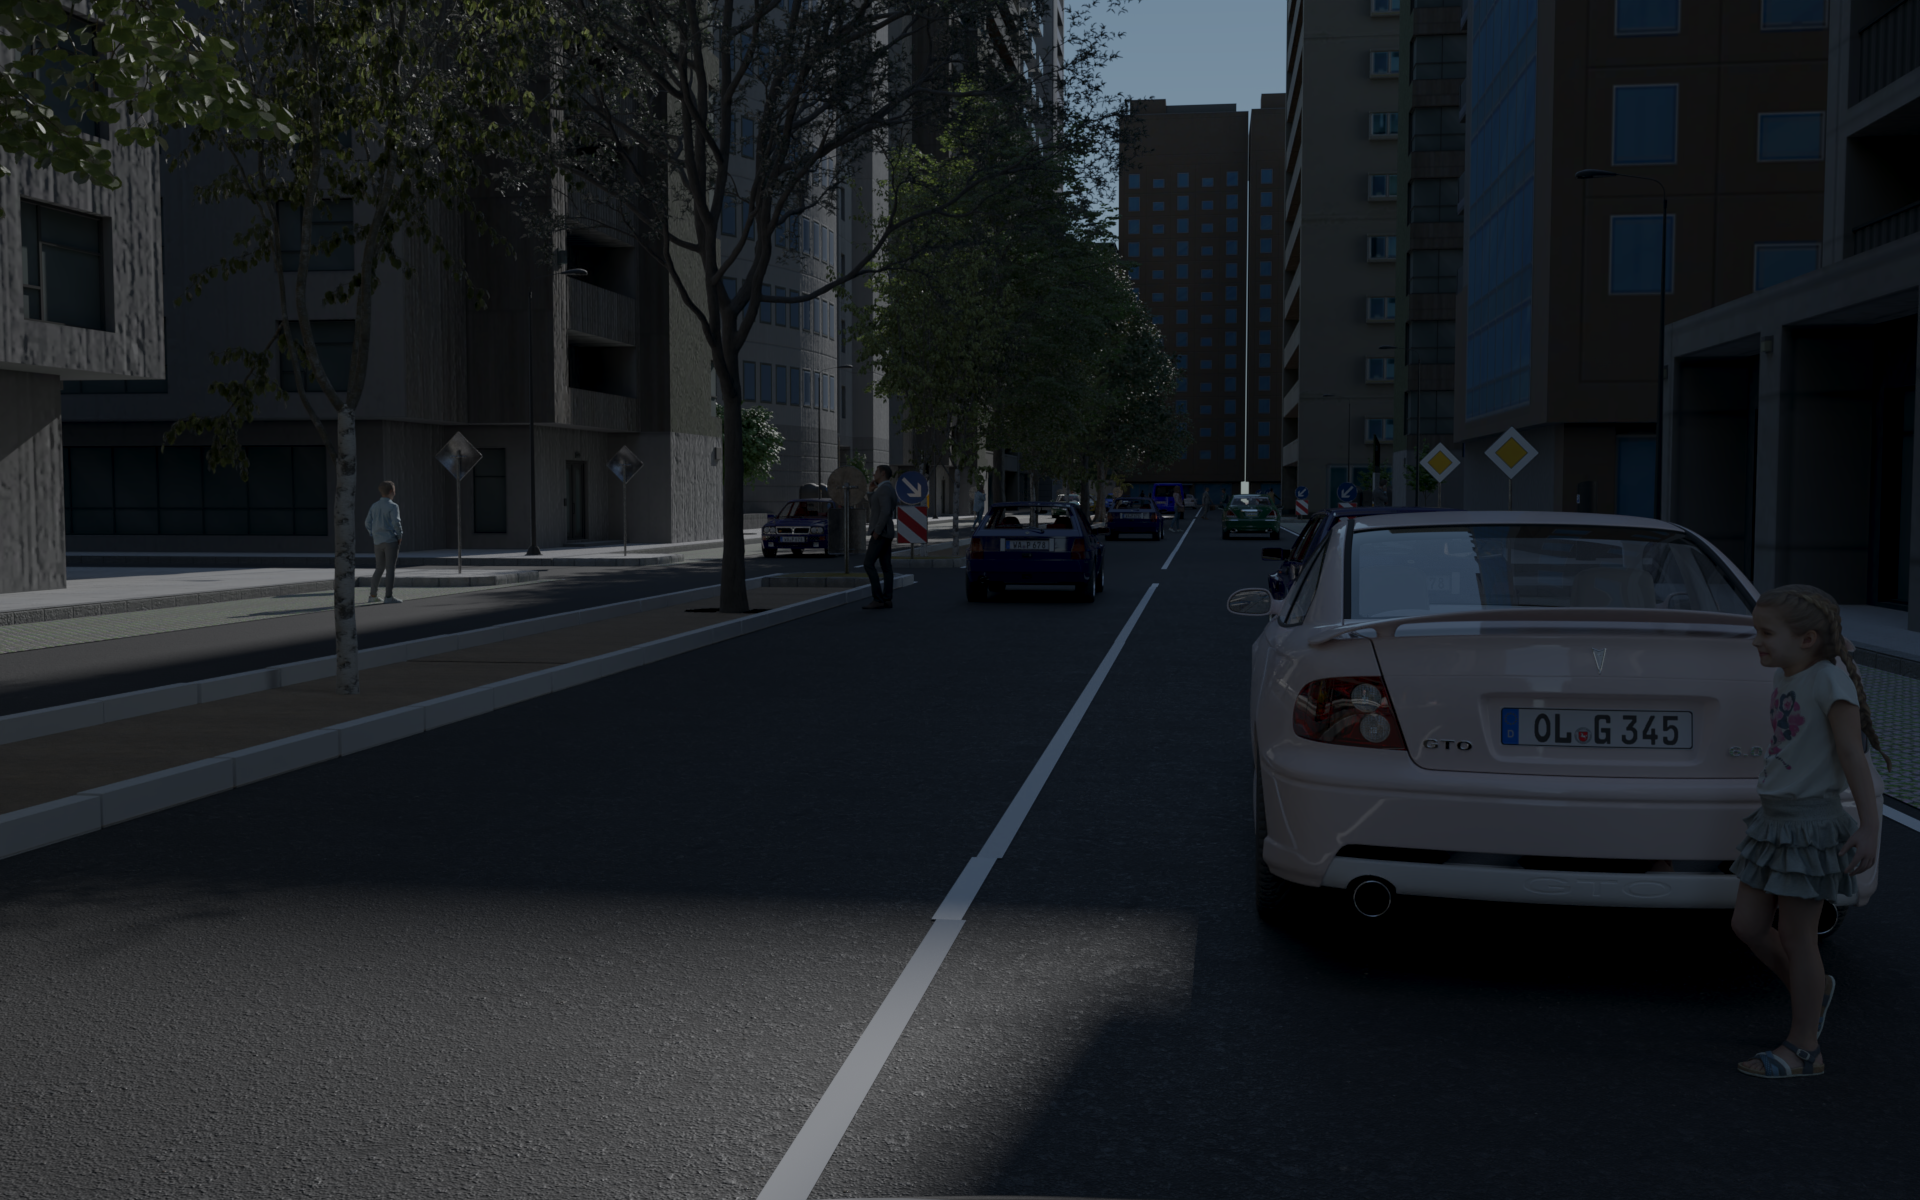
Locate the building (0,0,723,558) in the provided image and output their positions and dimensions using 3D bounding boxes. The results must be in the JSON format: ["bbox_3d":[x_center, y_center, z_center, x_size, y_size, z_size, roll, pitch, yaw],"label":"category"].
[{"bbox_3d":[-14.710,-16.583,42.841,14.160,30.474,14.107,1,4,8],"label":"building"}]

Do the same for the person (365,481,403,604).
[{"bbox_3d":[-7.513,-0.758,22.704,0.589,1.601,0.330,2,4,33],"label":"person"}]

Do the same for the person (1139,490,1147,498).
[{"bbox_3d":[16.980,-9.319,160.873,0.705,1.822,1.348,-3,5,-39],"label":"person"}]

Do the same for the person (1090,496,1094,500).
[{"bbox_3d":[8.825,-6.838,120.827,1.217,1.766,0.721,-1,4,-21],"label":"person"}]

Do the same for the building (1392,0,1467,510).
[{"bbox_3d":[24.070,-18.099,67.619,14.160,30.474,14.107,1,4,8],"label":"building"}]

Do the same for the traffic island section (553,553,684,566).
[{"bbox_3d":[-6.949,-0.830,35.850,2.009,0.180,2.903,1,4,8],"label":"traffic island section"}]

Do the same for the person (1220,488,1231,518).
[{"bbox_3d":[15.843,-5.794,103.582,0.721,1.781,0.623,0,4,-7],"label":"person"}]

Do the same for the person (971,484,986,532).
[{"bbox_3d":[0.698,-3.448,65.132,0.793,1.790,0.793,2,4,30],"label":"person"}]

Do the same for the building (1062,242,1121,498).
[{"bbox_3d":[11.517,-26.245,200.800,14.107,30.474,14.160,1,4,8],"label":"building"}]

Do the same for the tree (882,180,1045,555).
[{"bbox_3d":[-0.079,-5.355,40.367,4.360,8.622,3.978,0,3,0],"label":"tree"}]

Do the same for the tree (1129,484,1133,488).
[{"bbox_3d":[7.881,-8.679,94.727,4.737,8.622,4.395,0,3,0],"label":"tree"}]

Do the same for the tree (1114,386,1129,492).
[{"bbox_3d":[4.387,-7.162,69.926,4.737,8.622,4.395,0,3,0],"label":"tree"}]

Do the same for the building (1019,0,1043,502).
[{"bbox_3d":[-4.759,-32.356,148.622,23.786,49.044,30.456,1,4,8],"label":"building"}]

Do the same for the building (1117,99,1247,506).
[{"bbox_3d":[25.671,-33.592,199.332,14.200,45.320,14.600,1,4,8],"label":"building"}]

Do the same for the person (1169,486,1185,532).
[{"bbox_3d":[8.190,-3.457,65.610,0.643,1.750,0.593,-1,4,-8],"label":"person"}]

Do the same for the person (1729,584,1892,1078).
[{"bbox_3d":[2.125,0.568,4.232,0.382,1.210,0.505,0,4,-4],"label":"person"}]

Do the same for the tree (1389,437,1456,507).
[{"bbox_3d":[15.871,-3.953,59.231,1.663,3.219,1.824,0,3,0],"label":"tree"}]

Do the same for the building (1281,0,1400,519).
[{"bbox_3d":[29.117,-28.821,94.927,21.300,48.544,21.600,1,4,8],"label":"building"}]

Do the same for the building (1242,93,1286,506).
[{"bbox_3d":[39.844,-33.404,196.266,14.200,45.320,14.600,1,4,8],"label":"building"}]

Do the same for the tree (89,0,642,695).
[{"bbox_3d":[-4.351,-3.640,12.332,4.360,8.622,3.978,0,3,0],"label":"tree"}]

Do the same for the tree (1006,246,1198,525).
[{"bbox_3d":[5.615,-9.677,77.687,9.611,12.733,9.660,0,3,0],"label":"tree"}]

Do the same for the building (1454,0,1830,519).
[{"bbox_3d":[19.623,-23.778,38.875,14.200,45.320,14.600,1,4,8],"label":"building"}]

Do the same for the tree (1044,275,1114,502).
[{"bbox_3d":[2.258,-6.121,52.897,4.737,8.622,4.395,0,3,0],"label":"tree"}]

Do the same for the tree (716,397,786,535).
[{"bbox_3d":[-7.160,-4.350,54.842,4.285,4.588,4.351,0,3,0],"label":"tree"}]

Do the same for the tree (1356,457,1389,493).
[{"bbox_3d":[18.755,-5.133,78.531,1.663,3.219,1.824,0,3,0],"label":"tree"}]

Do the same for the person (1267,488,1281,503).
[{"bbox_3d":[20.076,-6.299,111.590,1.348,1.812,0.705,2,4,28],"label":"person"}]

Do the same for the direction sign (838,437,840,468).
[{"bbox_3d":[-4.821,-4.714,69.066,0.379,3.537,0.876,0,4,-2],"label":"direction sign"}]

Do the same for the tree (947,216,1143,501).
[{"bbox_3d":[2.740,-8.177,61.910,9.928,11.665,9.643,0,3,0],"label":"tree"}]

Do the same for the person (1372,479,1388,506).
[{"bbox_3d":[11.576,-2.406,47.644,0.447,1.846,0.655,-1,4,-10],"label":"person"}]

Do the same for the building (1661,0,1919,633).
[{"bbox_3d":[18.891,-35.079,11.799,20.563,71.187,20.611,1,4,8],"label":"building"}]

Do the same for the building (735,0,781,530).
[{"bbox_3d":[-15.884,-32.389,71.559,21.231,58.520,28.212,1,4,8],"label":"building"}]

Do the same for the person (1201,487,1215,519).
[{"bbox_3d":[13.993,-5.470,98.063,0.853,1.813,0.709,2,4,32],"label":"person"}]

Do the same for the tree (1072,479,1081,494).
[{"bbox_3d":[12.640,-11.778,187.165,1.663,3.219,1.824,0,3,0],"label":"tree"}]

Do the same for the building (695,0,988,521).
[{"bbox_3d":[-6.215,-20.106,100.431,14.160,30.474,14.107,1,4,8],"label":"building"}]

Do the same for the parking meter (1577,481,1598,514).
[{"bbox_3d":[12.130,-1.536,33.522,0.372,1.533,0.369,0,3,0],"label":"parking meter"}]

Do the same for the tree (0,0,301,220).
[{"bbox_3d":[-4.771,-5.186,5.368,7.486,12.596,7.792,0,3,0],"label":"tree"}]

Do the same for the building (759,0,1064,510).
[{"bbox_3d":[-3.862,-38.756,175.651,28.212,58.520,21.231,1,4,8],"label":"building"}]

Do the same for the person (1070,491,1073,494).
[{"bbox_3d":[7.407,-6.472,115.038,1.217,1.743,0.721,1,4,10],"label":"person"}]

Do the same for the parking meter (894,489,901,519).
[{"bbox_3d":[-3.223,-4.930,89.023,0.372,1.533,0.369,0,3,0],"label":"parking meter"}]

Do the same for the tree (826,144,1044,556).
[{"bbox_3d":[-0.745,-5.074,35.775,4.737,8.622,4.395,0,3,0],"label":"tree"}]

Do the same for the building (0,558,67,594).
[{"bbox_3d":[-18.483,-15.204,20.292,14.107,30.474,14.160,1,4,8],"label":"building"}]

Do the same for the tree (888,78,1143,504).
[{"bbox_3d":[0.986,-7.713,46.687,7.486,12.596,7.792,0,3,0],"label":"tree"}]

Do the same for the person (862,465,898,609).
[{"bbox_3d":[-1.014,-0.798,21.726,0.473,1.802,0.592,1,4,21],"label":"person"}]

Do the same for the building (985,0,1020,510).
[{"bbox_3d":[-7.495,-30.525,122.783,21.300,48.544,21.600,1,4,8],"label":"building"}]

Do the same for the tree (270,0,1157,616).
[{"bbox_3d":[-2.710,-6.573,20.302,12.009,13.543,11.850,0,3,0],"label":"tree"}]

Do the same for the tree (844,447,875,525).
[{"bbox_3d":[-4.349,-4.676,71.056,1.663,3.219,1.824,0,3,0],"label":"tree"}]
